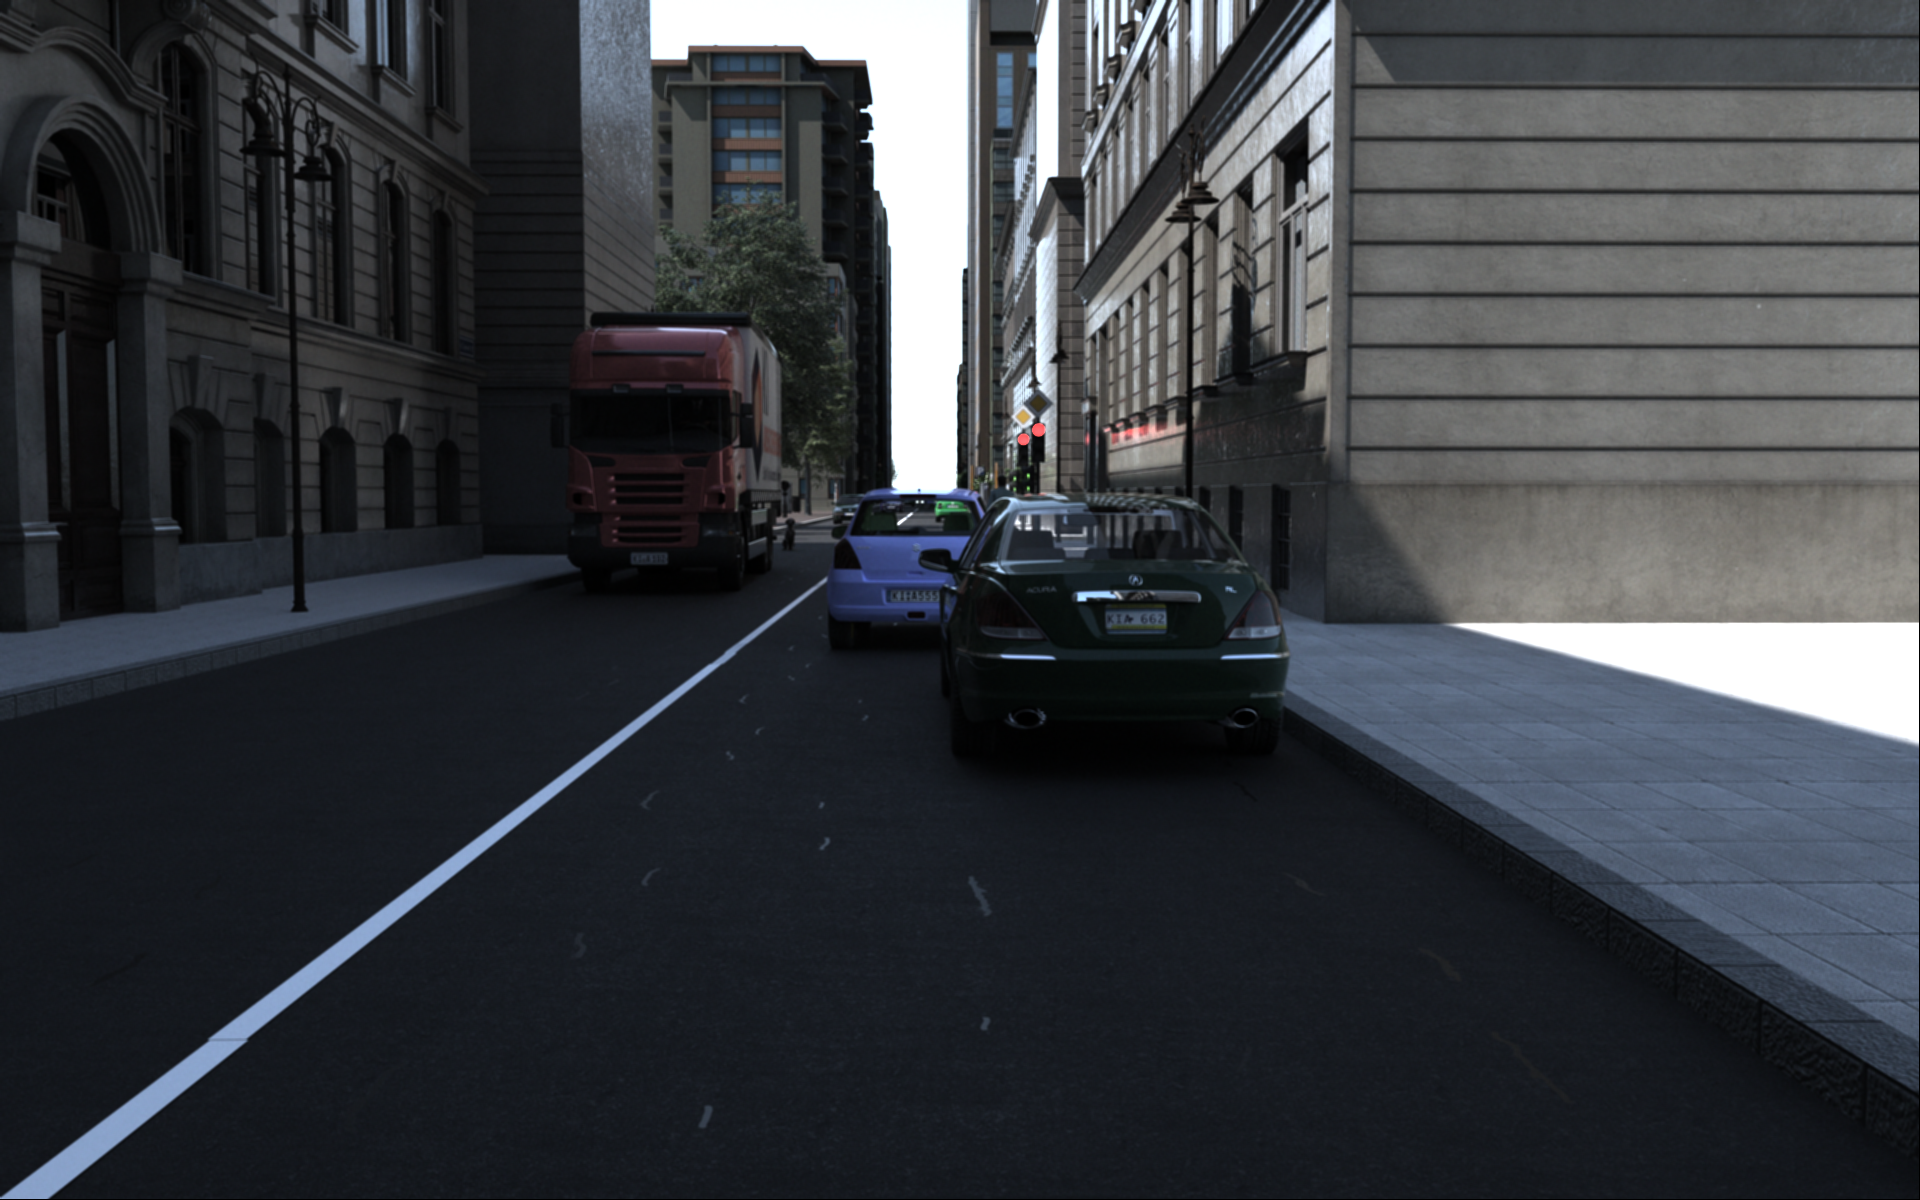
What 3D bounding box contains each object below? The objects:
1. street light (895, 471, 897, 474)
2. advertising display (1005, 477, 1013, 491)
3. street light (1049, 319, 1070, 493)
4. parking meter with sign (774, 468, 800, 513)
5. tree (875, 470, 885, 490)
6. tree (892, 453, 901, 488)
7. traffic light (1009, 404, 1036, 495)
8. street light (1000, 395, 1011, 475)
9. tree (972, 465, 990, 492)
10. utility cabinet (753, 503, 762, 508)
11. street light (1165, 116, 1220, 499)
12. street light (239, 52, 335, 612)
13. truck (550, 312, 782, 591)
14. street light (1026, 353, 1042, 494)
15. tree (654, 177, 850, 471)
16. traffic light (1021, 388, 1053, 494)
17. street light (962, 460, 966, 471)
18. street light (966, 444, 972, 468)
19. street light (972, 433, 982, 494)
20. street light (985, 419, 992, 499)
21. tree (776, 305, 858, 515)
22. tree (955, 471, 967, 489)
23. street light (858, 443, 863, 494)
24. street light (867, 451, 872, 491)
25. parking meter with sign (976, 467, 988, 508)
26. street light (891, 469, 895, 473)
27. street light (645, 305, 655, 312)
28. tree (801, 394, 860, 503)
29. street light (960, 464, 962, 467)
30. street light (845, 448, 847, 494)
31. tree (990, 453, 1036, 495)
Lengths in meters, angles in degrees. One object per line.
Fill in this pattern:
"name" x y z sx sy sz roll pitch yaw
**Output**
"street light" -10.665 -19.114 285.308 0.468 5.910 1.993 0 4 -1
"advertising display" 1.811 -3.621 64.416 0.123 1.923 0.974 -1 4 -8
"street light" 2.617 -4.469 45.854 0.468 5.910 1.993 0 4 -1
"parking meter with sign" -11.512 -7.261 114.977 1.738 3.016 0.543 0 4 -4
"tree" -10.578 -13.645 206.816 4.285 4.588 4.351 0 3 0
"tree" -11.601 -20.720 289.140 4.737 8.622 4.395 0 3 0
"traffic light" 1.956 -3.993 54.200 0.839 4.253 0.868 0 4 -1
"street light" 2.123 -6.590 80.541 0.468 5.910 1.993 0 4 -1
"tree" 1.527 -7.385 115.342 1.663 3.219 1.824 0 3 0
"utility cabinet" -8.316 -3.612 67.728 1.173 1.500 0.318 -1 4 -9
"street light" 2.886 -2.993 21.719 0.468 5.910 1.993 0 4 -1
"street light" -7.211 -2.810 18.733 0.468 5.910 1.993 0 4 -1
"truck" -4.548 -2.454 29.041 2.839 4.237 11.283 0 4 -2
"street light" 2.417 -5.136 56.767 0.468 5.910 1.993 0 4 -1
"tree" -9.111 -10.085 71.542 9.857 13.997 8.962 0 3 0
"traffic light" 2.062 -3.504 46.215 0.839 4.253 0.868 0 4 -1
"street light" 0.729 -12.763 181.461 0.468 5.910 1.993 0 4 -1
"street light" 1.019 -11.277 157.174 0.468 5.910 1.993 0 4 -1
"street light" 1.396 -9.811 133.193 0.468 5.910 1.993 0 4 -1
"street light" 1.735 -8.068 104.706 0.468 5.910 1.993 0 4 -1
"tree" -9.471 -11.376 104.121 7.486 12.596 7.792 0 3 0
"tree" 0.947 -14.005 212.687 4.285 4.588 4.351 0 3 0
"street light" -8.921 -11.122 154.624 0.468 5.910 1.993 0 4 -1
"street light" -9.300 -12.586 178.560 0.468 5.910 1.993 0 4 -1
"parking meter with sign" 1.539 -6.919 109.394 0.543 3.016 1.738 -1 4 -17
"street light" -10.391 -17.660 261.534 0.468 5.910 1.993 0 4 -1
"street light" -7.515 -4.264 42.506 0.468 5.910 1.993 0 4 -1
"tree" -8.660 -10.325 119.182 4.360 8.622 3.978 0 3 0
"street light" 0.373 -14.236 205.545 0.468 5.910 1.993 0 4 -1
"street light" -8.623 -9.668 130.851 0.468 5.910 1.993 0 4 -1
"tree" 2.417 -4.544 68.894 1.663 3.219 1.824 0 3 0
